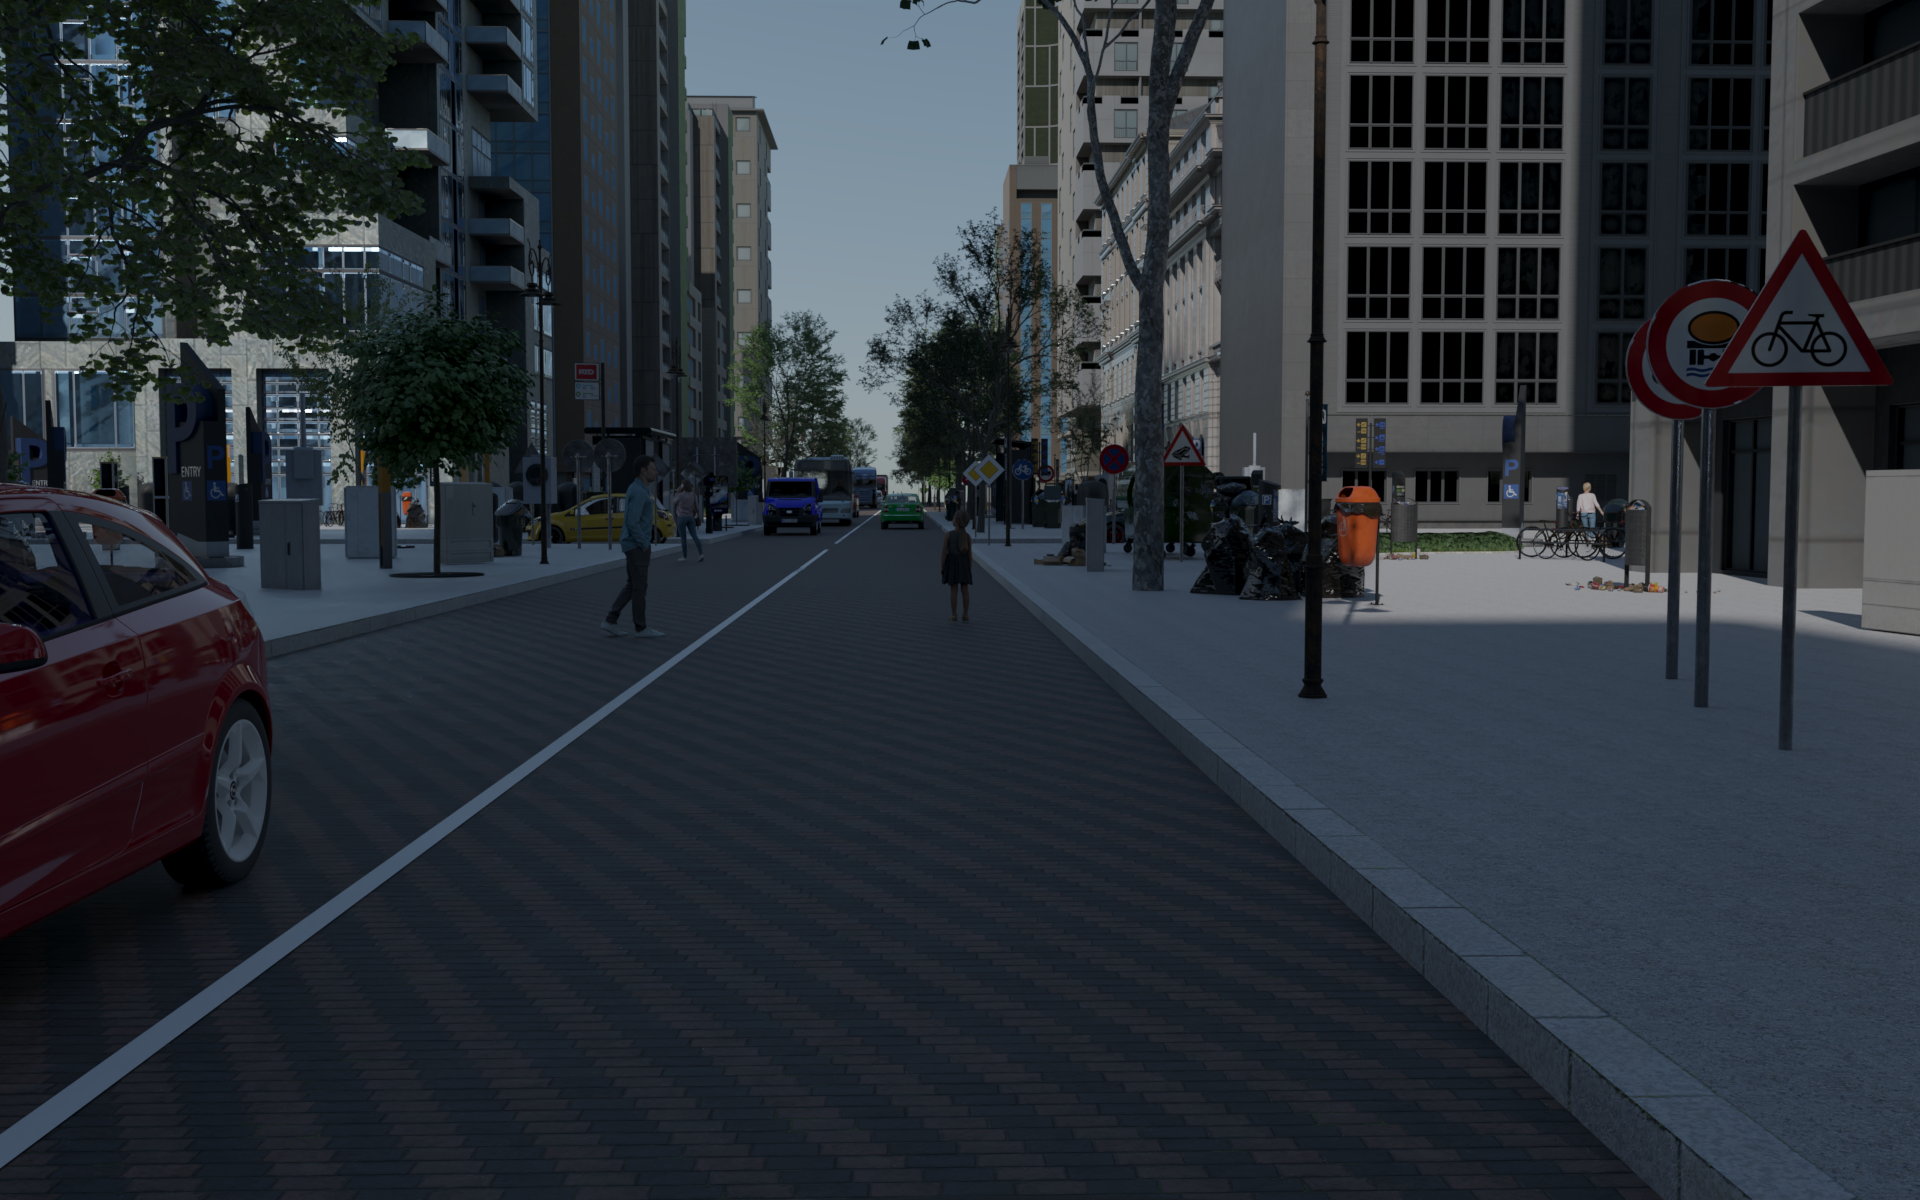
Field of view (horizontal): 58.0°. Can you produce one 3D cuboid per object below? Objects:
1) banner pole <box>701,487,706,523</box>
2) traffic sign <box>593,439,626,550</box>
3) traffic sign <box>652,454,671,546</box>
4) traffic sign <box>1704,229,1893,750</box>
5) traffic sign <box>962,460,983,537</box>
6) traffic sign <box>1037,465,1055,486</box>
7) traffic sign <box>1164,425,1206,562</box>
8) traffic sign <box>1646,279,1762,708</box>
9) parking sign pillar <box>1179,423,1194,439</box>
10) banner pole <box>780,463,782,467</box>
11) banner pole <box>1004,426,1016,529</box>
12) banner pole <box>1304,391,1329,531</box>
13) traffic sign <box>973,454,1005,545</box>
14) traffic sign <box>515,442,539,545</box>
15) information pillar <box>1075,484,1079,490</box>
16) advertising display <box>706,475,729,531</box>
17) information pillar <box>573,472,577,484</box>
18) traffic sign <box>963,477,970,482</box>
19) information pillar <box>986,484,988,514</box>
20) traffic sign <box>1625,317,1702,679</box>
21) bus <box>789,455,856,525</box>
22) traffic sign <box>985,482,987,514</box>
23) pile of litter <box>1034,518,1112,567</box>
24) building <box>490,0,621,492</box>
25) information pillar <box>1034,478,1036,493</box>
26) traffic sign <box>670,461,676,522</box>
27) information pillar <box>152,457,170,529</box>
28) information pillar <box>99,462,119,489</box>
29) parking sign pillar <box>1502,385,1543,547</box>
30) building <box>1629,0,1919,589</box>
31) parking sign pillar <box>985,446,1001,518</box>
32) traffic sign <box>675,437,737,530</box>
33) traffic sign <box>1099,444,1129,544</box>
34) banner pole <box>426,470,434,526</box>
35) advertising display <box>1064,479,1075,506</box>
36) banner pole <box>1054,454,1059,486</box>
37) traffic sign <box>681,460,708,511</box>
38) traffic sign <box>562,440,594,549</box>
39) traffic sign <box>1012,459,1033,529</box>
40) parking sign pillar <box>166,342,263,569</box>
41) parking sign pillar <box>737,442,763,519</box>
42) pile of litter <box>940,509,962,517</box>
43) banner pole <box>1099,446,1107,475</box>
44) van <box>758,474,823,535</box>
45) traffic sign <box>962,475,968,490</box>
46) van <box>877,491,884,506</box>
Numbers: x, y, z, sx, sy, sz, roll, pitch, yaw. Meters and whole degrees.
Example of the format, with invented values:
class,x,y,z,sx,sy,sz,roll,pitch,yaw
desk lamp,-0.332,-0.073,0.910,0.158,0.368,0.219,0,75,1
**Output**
class,x,y,z,sx,sy,sz,roll,pitch,yaw
banner pole,-11.180,-5.296,76.610,0.863,3.779,0.401,-3,4,-36
traffic sign,-8.054,-2.428,39.799,0.768,2.556,0.104,0,4,4
traffic sign,-7.566,-2.410,43.045,0.795,2.450,0.064,0,4,-2
traffic sign,4.141,-0.527,8.617,0.884,2.594,0.081,0,4,7
traffic sign,0.464,-2.913,51.275,0.795,2.450,0.064,0,4,-2
traffic sign,3.723,-4.586,75.089,0.768,2.556,0.104,0,4,5
traffic sign,4.170,-1.991,32.559,0.884,2.594,0.081,0,4,-1
traffic sign,4.470,-0.628,10.366,0.768,2.556,0.104,0,4,5
parking sign pillar,8.464,-4.679,64.975,1.447,3.967,1.447,-1,4,-22
banner pole,-12.613,-8.085,122.207,0.401,3.779,0.863,-1,4,-10
banner pole,1.790,-4.545,64.325,0.401,3.779,0.863,-1,4,-20
banner pole,8.633,-3.193,42.215,0.863,3.779,0.401,-2,4,-27
traffic sign,0.724,-2.425,43.294,0.795,2.450,0.064,0,4,-2
traffic sign,-10.746,-2.662,43.528,0.884,2.594,0.081,0,4,-1
information pillar,8.180,-7.099,120.567,0.304,2.012,0.304,2,4,26
advertising display,-8.401,-3.345,59.911,0.123,1.923,0.974,3,4,38
information pillar,-19.836,-5.998,89.421,0.183,3.616,0.504,1,4,14
traffic sign,0.570,-4.520,73.902,0.884,2.594,0.081,0,4,3
information pillar,1.605,-7.043,106.504,0.183,3.616,0.504,1,4,15
traffic sign,4.940,-0.724,11.945,0.768,2.556,0.104,0,4,1
bus,-6.344,-5.318,81.809,2.948,3.499,13.247,0,4,-3
traffic sign,1.372,-5.790,94.773,0.768,2.556,0.104,0,4,0
pile of litter,2.020,-1.058,31.258,1.176,0.858,1.719,-1,4,-21
building,-31.202,-28.548,116.874,14.600,45.320,14.200,0,4,-2
information pillar,3.238,-4.455,77.332,0.304,2.012,0.304,0,4,5
traffic sign,-10.878,-4.024,65.897,0.768,2.556,0.104,0,4,8
information pillar,-15.730,-1.820,34.244,0.304,2.012,0.304,0,4,5
information pillar,-19.355,-2.137,39.435,0.304,2.012,0.304,0,4,-7
parking sign pillar,13.582,-3.302,42.464,1.447,3.967,1.447,1,4,23
building,21.683,-35.387,16.836,20.563,71.187,20.611,0,4,-2
parking sign pillar,1.994,-6.405,93.186,1.447,3.967,1.447,-1,4,-11
traffic sign,-9.093,-4.172,62.079,2.265,3.308,0.079,0,4,7
traffic sign,3.943,-2.704,44.322,0.768,2.556,0.104,0,4,8
banner pole,-21.201,-4.855,69.393,0.401,3.779,0.863,2,4,30
advertising display,4.591,-4.124,72.644,0.123,1.923,0.974,-1,4,-15
banner pole,6.057,-7.272,108.910,0.401,3.779,0.863,2,4,28
traffic sign,-7.827,-2.898,51.025,0.795,2.450,0.064,0,4,-2
traffic sign,-8.947,-2.479,40.635,0.768,2.556,0.104,0,4,2
traffic sign,2.291,-3.857,63.165,0.768,2.556,0.104,0,4,-2
parking sign pillar,-13.356,-2.560,30.326,1.447,3.967,1.447,3,5,39
parking sign pillar,-10.659,-6.060,87.556,1.447,3.967,1.447,-2,4,-24
pile of litter,-0.251,-5.151,98.175,1.719,0.858,1.176,2,4,33
banner pole,7.395,-6.088,89.549,0.401,3.779,0.863,3,5,45
van,-5.968,-3.518,61.896,2.240,2.365,5.245,0,4,-3
traffic sign,0.494,-6.571,107.535,0.768,2.556,0.104,0,4,1
van,-10.366,-12.653,213.890,2.013,2.044,4.112,0,4,-2
